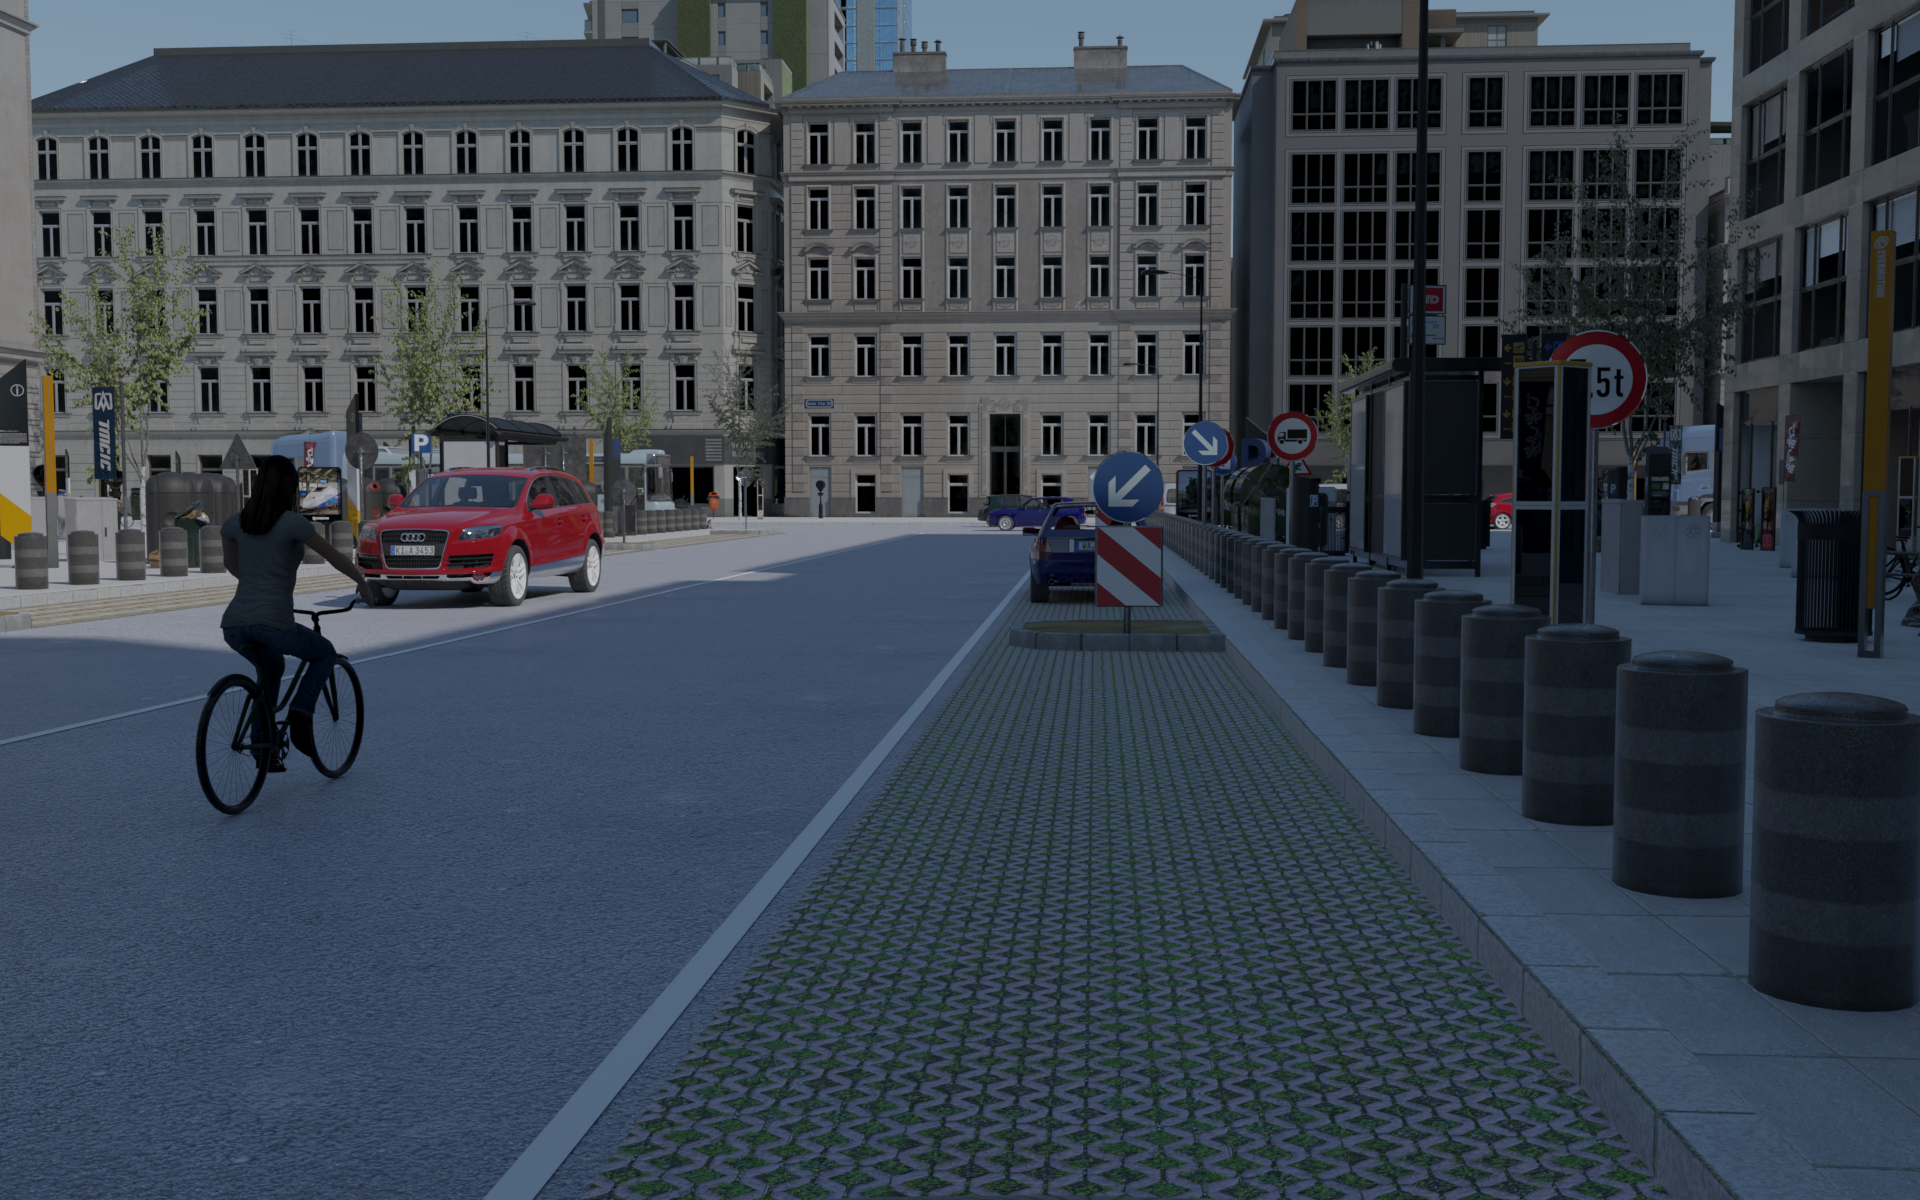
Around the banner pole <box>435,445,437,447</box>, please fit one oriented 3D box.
[{"bbox_3d":[-26.529,-6.023,88.485,0.401,3.779,0.863,3,5,44],"label":"banner pole"}]

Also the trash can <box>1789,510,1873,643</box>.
[{"bbox_3d":[7.627,-0.211,15.096,0.748,1.137,0.748,0,3,0],"label":"trash can"}]

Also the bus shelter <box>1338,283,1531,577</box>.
[{"bbox_3d":[8.043,-3.254,30.838,2.179,5.291,8.768,0,4,5],"label":"bus shelter"}]

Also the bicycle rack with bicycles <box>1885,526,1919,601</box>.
[{"bbox_3d":[11.851,-0.445,20.655,2.852,0.926,2.925,-1,4,-20],"label":"bicycle rack with bicycles"}]

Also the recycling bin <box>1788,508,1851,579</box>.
[{"bbox_3d":[13.207,-0.857,26.565,0.722,1.027,0.722,2,4,34],"label":"recycling bin"}]

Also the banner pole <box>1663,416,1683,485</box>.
[{"bbox_3d":[22.777,-4.008,55.546,0.401,3.779,0.863,-2,4,-34],"label":"banner pole"}]

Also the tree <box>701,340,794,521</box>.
[{"bbox_3d":[-10.369,-8.114,83.022,4.360,8.622,3.978,0,3,0],"label":"tree"}]

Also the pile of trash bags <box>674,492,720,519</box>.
[{"bbox_3d":[-14.040,-4.832,88.752,3.447,1.369,1.912,-1,4,-14],"label":"pile of trash bags"}]

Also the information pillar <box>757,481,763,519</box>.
[{"bbox_3d":[-10.120,-5.092,87.749,0.304,2.012,0.304,0,4,-6],"label":"information pillar"}]

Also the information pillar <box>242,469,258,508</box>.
[{"bbox_3d":[-20.544,-2.793,50.163,0.304,2.012,0.304,2,4,28],"label":"information pillar"}]

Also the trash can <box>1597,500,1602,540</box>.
[{"bbox_3d":[15.998,-1.962,43.735,0.748,1.137,0.748,0,3,0],"label":"trash can"}]

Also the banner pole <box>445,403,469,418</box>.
[{"bbox_3d":[-13.749,-3.524,47.632,0.401,3.779,0.863,3,5,41],"label":"banner pole"}]

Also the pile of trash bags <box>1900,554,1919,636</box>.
[{"bbox_3d":[9.475,-0.337,15.261,1.912,1.369,3.447,2,4,25],"label":"pile of trash bags"}]

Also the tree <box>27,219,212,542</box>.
[{"bbox_3d":[-22.014,-5.850,46.009,4.737,8.622,4.395,0,3,0],"label":"tree"}]

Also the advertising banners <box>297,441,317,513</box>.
[{"bbox_3d":[-22.036,-3.730,57.175,0.090,3.025,2.074,2,4,28],"label":"advertising banners"}]

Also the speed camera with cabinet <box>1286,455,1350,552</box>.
[{"bbox_3d":[8.293,-2.688,38.287,2.038,3.252,0.660,0,4,-5],"label":"speed camera with cabinet"}]

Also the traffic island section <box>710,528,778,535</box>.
[{"bbox_3d":[-7.748,-2.465,62.579,2.009,0.180,2.903,0,4,4],"label":"traffic island section"}]

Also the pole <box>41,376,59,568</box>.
[{"bbox_3d":[-15.749,-2.210,29.978,0.158,3.312,0.155,0,3,0],"label":"pole"}]

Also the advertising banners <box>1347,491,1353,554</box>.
[{"bbox_3d":[9.002,-2.452,36.272,0.090,3.025,2.074,-3,5,-42],"label":"advertising banners"}]

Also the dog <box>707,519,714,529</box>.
[{"bbox_3d":[-10.263,-3.124,71.267,0.550,0.427,0.748,1,4,19],"label":"dog"}]

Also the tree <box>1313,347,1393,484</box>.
[{"bbox_3d":[19.964,-8.371,87.227,4.737,8.622,4.395,0,3,0],"label":"tree"}]

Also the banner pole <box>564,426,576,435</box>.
[{"bbox_3d":[-14.257,-4.494,63.502,0.401,3.779,0.863,2,4,27],"label":"banner pole"}]

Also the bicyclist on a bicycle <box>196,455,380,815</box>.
[{"bbox_3d":[-3.198,0.111,8.204,1.499,1.676,1.625,0,4,6],"label":"bicyclist on a bicycle"}]

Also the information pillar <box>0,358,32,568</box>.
[{"bbox_3d":[-16.312,-2.357,29.899,0.504,3.616,0.183,-2,4,-23],"label":"information pillar"}]

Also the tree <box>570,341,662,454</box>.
[{"bbox_3d":[-16.693,-8.191,84.287,4.737,8.622,4.395,0,3,0],"label":"tree"}]

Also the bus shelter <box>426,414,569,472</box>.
[{"bbox_3d":[-12.314,-3.221,46.587,2.014,3.302,5.546,0,4,4],"label":"bus shelter"}]

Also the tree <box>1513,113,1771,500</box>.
[{"bbox_3d":[13.559,-5.126,34.166,4.360,8.622,3.978,0,3,0],"label":"tree"}]

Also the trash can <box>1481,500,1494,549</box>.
[{"bbox_3d":[12.055,-1.758,40.389,0.748,1.137,0.748,0,3,0],"label":"trash can"}]

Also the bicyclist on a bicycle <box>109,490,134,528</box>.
[{"bbox_3d":[-35.750,-3.872,73.324,1.625,1.676,1.499,0,4,5],"label":"bicyclist on a bicycle"}]

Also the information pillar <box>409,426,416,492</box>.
[{"bbox_3d":[-18.677,-4.143,59.091,0.183,3.616,0.504,0,4,-2],"label":"information pillar"}]

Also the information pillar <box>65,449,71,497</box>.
[{"bbox_3d":[-46.113,-6.005,89.529,0.183,3.616,0.504,-3,5,-41],"label":"information pillar"}]

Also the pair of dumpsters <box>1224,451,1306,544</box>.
[{"bbox_3d":[7.264,-2.382,41.437,1.574,2.255,4.437,0,4,4],"label":"pair of dumpsters"}]

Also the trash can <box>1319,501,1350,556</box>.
[{"bbox_3d":[7.783,-1.488,35.983,0.748,1.137,0.748,0,3,0],"label":"trash can"}]

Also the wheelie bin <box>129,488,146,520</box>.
[{"bbox_3d":[-44.708,-5.282,94.271,0.980,1.594,0.693,-2,4,-26],"label":"wheelie bin"}]

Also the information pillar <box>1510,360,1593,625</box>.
[{"bbox_3d":[3.313,-0.321,9.737,0.304,2.012,0.304,-3,4,-36],"label":"information pillar"}]

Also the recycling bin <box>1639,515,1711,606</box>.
[{"bbox_3d":[8.333,-0.468,20.210,0.722,1.027,0.722,1,4,20],"label":"recycling bin"}]

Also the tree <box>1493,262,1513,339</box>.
[{"bbox_3d":[16.845,-5.936,47.423,4.360,8.622,3.978,0,3,0],"label":"tree"}]

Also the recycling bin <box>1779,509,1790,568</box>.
[{"bbox_3d":[14.726,-1.069,30.040,0.722,1.027,0.722,-3,5,-43],"label":"recycling bin"}]

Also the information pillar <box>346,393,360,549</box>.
[{"bbox_3d":[-14.173,-3.006,40.499,0.504,3.616,0.183,3,5,44],"label":"information pillar"}]

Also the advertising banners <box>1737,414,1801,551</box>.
[{"bbox_3d":[18.240,-2.622,39.061,0.090,3.025,2.074,-1,4,-10],"label":"advertising banners"}]

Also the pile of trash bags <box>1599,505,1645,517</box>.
[{"bbox_3d":[20.701,-2.675,53.491,3.447,1.369,1.912,-2,4,-34],"label":"pile of trash bags"}]

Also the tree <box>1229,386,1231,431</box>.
[{"bbox_3d":[18.714,-10.060,114.848,4.737,8.622,4.395,0,3,0],"label":"tree"}]

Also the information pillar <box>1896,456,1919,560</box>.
[{"bbox_3d":[18.429,-1.785,33.685,0.304,2.012,0.304,3,5,41],"label":"information pillar"}]

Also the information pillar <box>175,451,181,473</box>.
[{"bbox_3d":[-42.122,-6.239,93.356,0.504,3.616,0.183,3,5,42],"label":"information pillar"}]

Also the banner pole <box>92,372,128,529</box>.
[{"bbox_3d":[-17.418,-2.789,35.616,0.863,3.779,0.401,0,4,2],"label":"banner pole"}]

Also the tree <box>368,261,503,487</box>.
[{"bbox_3d":[-17.055,-6.441,55.680,4.737,8.622,4.395,0,3,0],"label":"tree"}]
